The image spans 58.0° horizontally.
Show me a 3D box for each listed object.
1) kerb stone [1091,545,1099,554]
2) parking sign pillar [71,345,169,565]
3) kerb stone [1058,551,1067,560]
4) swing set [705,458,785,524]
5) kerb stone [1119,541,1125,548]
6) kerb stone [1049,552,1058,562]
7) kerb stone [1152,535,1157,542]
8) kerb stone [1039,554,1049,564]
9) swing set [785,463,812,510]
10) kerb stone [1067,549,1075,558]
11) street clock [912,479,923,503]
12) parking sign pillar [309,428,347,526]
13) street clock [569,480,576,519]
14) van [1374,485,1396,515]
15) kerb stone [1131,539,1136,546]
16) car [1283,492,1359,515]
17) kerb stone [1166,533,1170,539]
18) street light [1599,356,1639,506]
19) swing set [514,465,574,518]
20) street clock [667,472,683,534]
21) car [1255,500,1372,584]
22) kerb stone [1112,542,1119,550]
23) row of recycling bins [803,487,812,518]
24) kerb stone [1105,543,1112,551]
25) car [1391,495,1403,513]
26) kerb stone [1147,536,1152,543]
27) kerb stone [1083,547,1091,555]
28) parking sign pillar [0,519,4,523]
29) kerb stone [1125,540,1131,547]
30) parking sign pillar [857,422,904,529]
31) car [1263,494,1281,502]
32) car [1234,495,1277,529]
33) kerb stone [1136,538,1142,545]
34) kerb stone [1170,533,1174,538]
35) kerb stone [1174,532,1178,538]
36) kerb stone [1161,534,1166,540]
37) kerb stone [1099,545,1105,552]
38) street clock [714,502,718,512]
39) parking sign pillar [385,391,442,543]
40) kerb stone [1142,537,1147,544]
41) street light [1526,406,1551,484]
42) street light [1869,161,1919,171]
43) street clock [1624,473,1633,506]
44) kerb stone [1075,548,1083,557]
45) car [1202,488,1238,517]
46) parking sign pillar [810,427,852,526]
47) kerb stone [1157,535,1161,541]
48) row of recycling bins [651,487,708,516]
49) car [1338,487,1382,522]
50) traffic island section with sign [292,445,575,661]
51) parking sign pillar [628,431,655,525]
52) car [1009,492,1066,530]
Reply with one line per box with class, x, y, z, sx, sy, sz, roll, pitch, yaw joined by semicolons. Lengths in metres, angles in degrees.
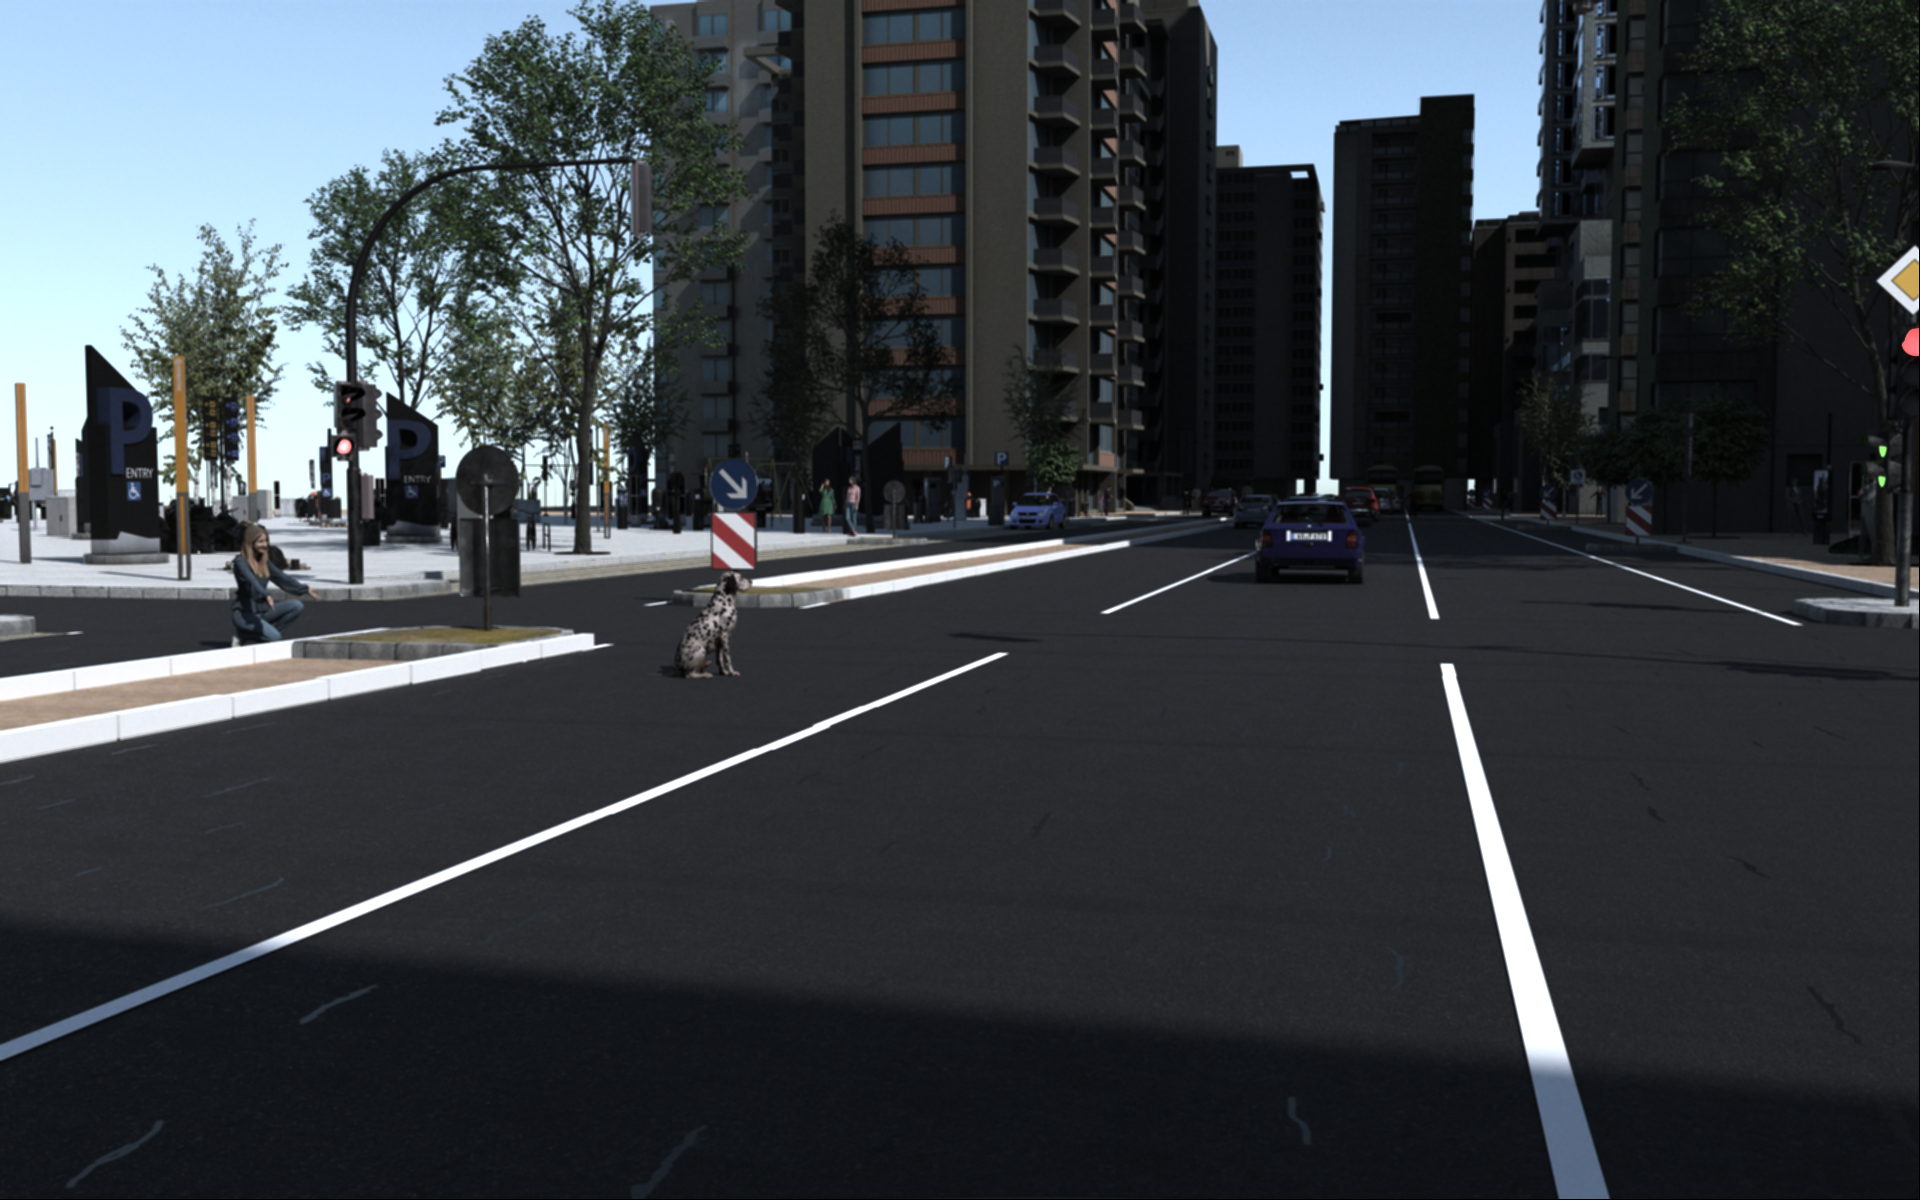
kerb stone;3.143;-1.203;41.865;0.120;0.150;1.000;1;4;14
parking sign pillar;-15.444;-2.661;31.980;1.447;3.967;1.447;1;4;16
kerb stone;2.133;-0.960;37.893;0.120;0.150;1.000;1;4;14
swing set;-9.642;-4.767;75.556;3.119;2.851;2.862;-1;4;-22
kerb stone;4.155;-1.443;45.836;0.120;0.150;1.000;1;4;14
kerb stone;1.884;-0.896;36.896;0.120;0.150;1.000;1;4;14
kerb stone;5.686;-1.811;51.810;0.120;0.150;1.000;1;4;14
kerb stone;1.629;-0.837;35.904;0.120;0.150;1.000;1;4;14
swing set;-9.388;-5.536;88.135;2.862;2.851;3.119;-3;5;-44
kerb stone;2.385;-1.021;38.887;0.120;0.150;1.000;1;4;14
street clock;-2.021;-4.730;81.908;0.471;2.002;0.358;3;4;38
parking sign pillar;-25.744;-5.011;70.399;1.447;3.967;1.447;-1;4;-19
street clock;-19.959;-5.190;89.420;0.358;2.002;0.471;-3;4;-38
van;29.017;-6.883;119.549;2.013;2.044;4.112;1;4;16
kerb stone;4.663;-1.567;47.816;0.120;0.150;1.000;1;4;14
car;8.415;-1.916;41.119;2.009;1.686;4.222;1;4;16
kerb stone;6.435;-1.993;54.785;0.120;0.150;1.000;1;4;14
street light;22.132;-5.235;58.139;1.470;5.913;1.316;1;4;14
swing set;-22.095;-5.813;92.669;3.119;2.851;2.862;-2;4;-35
street clock;-9.178;-3.152;56.099;0.358;2.002;0.471;1;4;22
car;5.921;-1.010;29.100;1.945;1.354;3.894;1;4;13
kerb stone;3.906;-1.385;44.843;0.120;0.150;1.000;1;4;14
row of recycling bins;-7.123;-5.295;93.694;3.534;1.692;1.069;1;4;21
kerb stone;3.651;-1.316;43.846;0.120;0.150;1.000;1;4;14
car;33.108;-7.424;133.750;2.083;1.381;4.827;1;4;15
kerb stone;5.431;-1.749;50.816;0.120;0.150;1.000;1;4;14
kerb stone;2.889;-1.142;40.875;0.120;0.150;1.000;1;4;14
parking sign pillar;-43.687;-5.444;77.488;1.447;3.967;1.447;2;4;27
kerb stone;4.411;-1.503;46.826;0.120;0.150;1.000;1;4;14
parking sign pillar;-2.791;-4.684;65.051;1.447;3.967;1.447;1;4;22
car;26.314;-8.377;147.182;2.015;1.641;3.980;1;4;13
car;12.580;-3.731;72.996;2.014;1.417;4.499;1;4;15
kerb stone;4.916;-1.628;48.814;0.120;0.150;1.000;1;4;14
kerb stone;6.692;-2.051;55.778;0.120;0.150;1.000;1;4;14
kerb stone;6.949;-2.112;56.777;0.120;0.150;1.000;1;4;14
kerb stone;6.184;-1.933;53.794;0.120;0.150;1.000;1;4;14
kerb stone;3.395;-1.264;42.856;0.120;0.150;1.000;1;4;14
street clock;-13.061;-5.389;92.678;0.471;2.002;0.358;0;4;7
parking sign pillar;-14.399;-3.490;45.531;1.447;3.967;1.447;0;4;-6
kerb stone;5.172;-1.689;49.814;0.120;0.150;1.000;1;4;14
street light;30.569;-7.277;91.521;1.470;5.913;1.316;1;4;14
street light;13.388;-3.160;24.208;1.470;5.913;1.316;1;4;14
street clock;23.528;-3.442;60.846;0.358;2.002;0.471;0;3;0
kerb stone;2.637;-1.082;39.884;0.120;0.150;1.000;1;4;14
car;16.884;-6.343;112.383;2.281;1.827;5.304;1;4;13
parking sign pillar;-5.339;-4.986;69.987;1.447;3.967;1.447;2;4;33
kerb stone;5.935;-1.872;52.802;0.120;0.150;1.000;1;4;14
row of recycling bins;-16.592;-5.829;102.409;3.534;1.692;1.069;1;4;13
car;20.791;-4.984;90.157;2.281;1.827;5.304;1;4;15
traffic island section with sign;-4.589;-0.463;15.699;2.006;1.907;1.989;1;4;14
parking sign pillar;-13.615;-5.185;73.248;1.447;3.967;1.447;-2;4;-31
car;3.160;-3.713;70.296;1.945;1.707;3.694;1;4;16
